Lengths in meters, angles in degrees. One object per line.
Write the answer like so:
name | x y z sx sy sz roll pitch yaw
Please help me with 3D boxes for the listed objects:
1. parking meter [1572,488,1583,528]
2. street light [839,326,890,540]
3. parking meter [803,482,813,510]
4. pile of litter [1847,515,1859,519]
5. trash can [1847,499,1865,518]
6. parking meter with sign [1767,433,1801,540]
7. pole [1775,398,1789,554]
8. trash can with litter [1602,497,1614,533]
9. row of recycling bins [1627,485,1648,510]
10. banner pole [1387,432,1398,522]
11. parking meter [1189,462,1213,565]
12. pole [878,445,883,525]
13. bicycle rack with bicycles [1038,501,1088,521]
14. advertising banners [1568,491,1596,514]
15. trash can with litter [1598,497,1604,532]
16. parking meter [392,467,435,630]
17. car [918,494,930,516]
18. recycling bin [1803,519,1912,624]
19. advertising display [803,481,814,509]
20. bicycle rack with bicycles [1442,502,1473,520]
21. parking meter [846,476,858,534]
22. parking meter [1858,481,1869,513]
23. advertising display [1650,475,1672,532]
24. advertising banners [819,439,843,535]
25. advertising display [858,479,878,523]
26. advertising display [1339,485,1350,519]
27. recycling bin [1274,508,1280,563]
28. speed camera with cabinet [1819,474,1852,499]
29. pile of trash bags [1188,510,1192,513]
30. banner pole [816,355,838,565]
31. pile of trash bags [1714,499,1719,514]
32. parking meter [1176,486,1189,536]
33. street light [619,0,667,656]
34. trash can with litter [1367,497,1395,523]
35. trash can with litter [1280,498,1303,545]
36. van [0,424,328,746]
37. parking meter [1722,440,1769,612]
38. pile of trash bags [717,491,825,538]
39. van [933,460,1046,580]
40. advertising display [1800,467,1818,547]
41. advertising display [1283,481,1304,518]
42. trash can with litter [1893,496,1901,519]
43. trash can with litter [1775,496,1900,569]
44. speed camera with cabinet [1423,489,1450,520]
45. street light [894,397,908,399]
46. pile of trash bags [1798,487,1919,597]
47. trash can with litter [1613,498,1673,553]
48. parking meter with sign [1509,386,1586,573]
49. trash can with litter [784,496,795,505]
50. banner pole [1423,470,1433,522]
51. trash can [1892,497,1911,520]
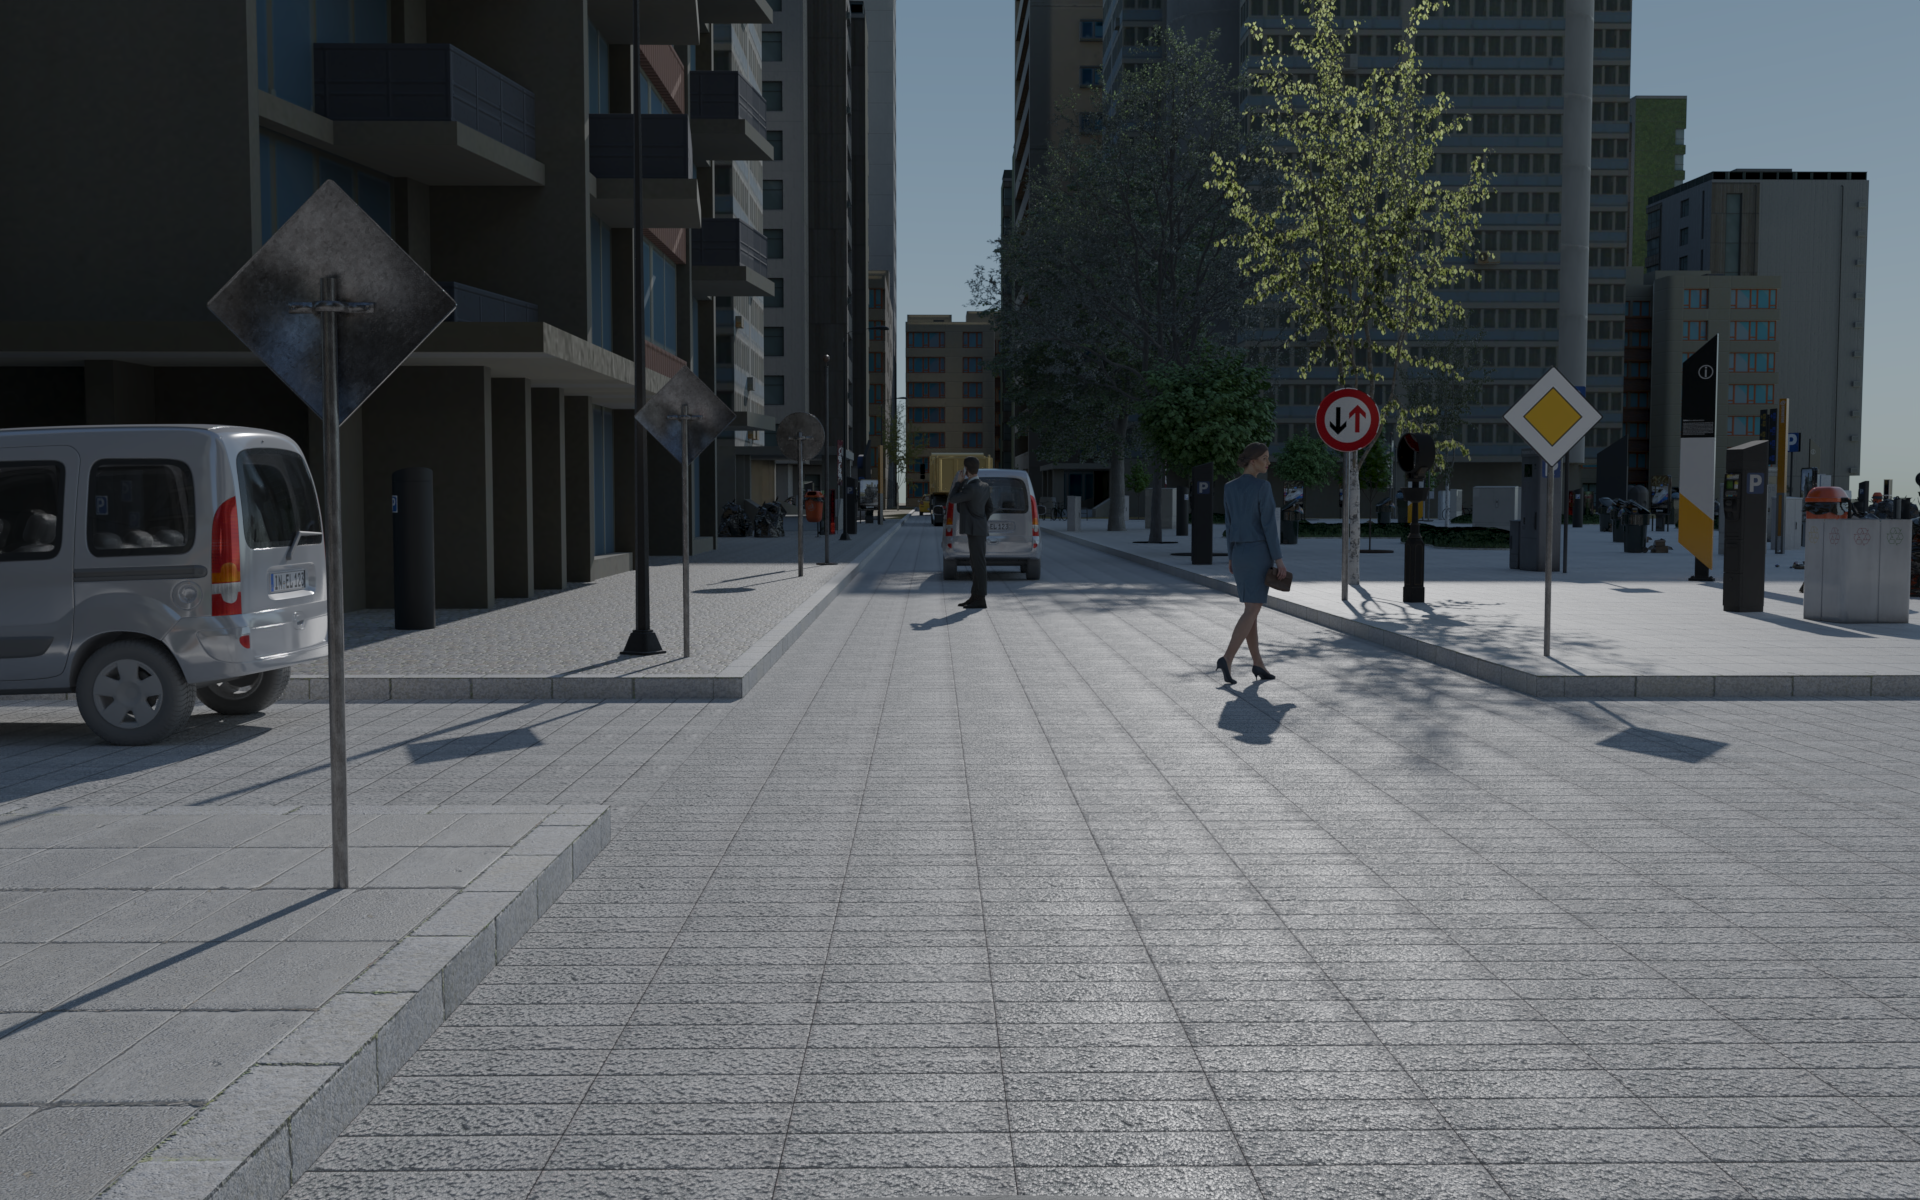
parking meter | 23.652 -3.540 66.297 0.372 1.533 0.369 0 3 0
street light | -2.654 -4.612 47.949 1.470 5.913 1.316 0 4 -1
parking meter | -7.136 -4.628 81.384 0.399 1.863 0.255 -2 4 -27
pile of litter | 17.733 -1.233 34.123 1.719 0.858 1.176 1 4 18
trash can | 27.152 -2.513 52.747 0.748 1.137 0.748 0 3 0
parking meter with sign | 22.866 -3.226 49.012 1.738 3.016 0.543 -1 4 -19
pole | 17.576 -2.641 37.031 0.158 3.312 0.155 0 3 0
trash can with litter | 17.771 -2.115 45.962 1.055 1.170 0.624 0 4 -8
row of recycling bins | 32.382 -4.695 83.870 1.069 1.692 3.534 0 4 4
banner pole | 17.416 -4.887 69.916 0.401 3.779 0.863 1 4 23
parking meter | 4.378 -1.573 31.435 0.399 1.863 0.255 0 4 -2
pole | -3.331 -4.808 72.456 0.158 3.312 0.155 0 3 0
bicycle rack with bicycles | 5.026 -4.320 84.018 2.852 0.926 2.925 0 4 -6
advertising banners | 27.271 -4.955 77.203 2.074 3.025 0.090 1 4 9
trash can with litter | 22.016 -2.877 58.419 0.624 1.170 1.055 -1 4 -15
parking meter | -5.194 -0.493 16.465 0.372 1.533 0.369 0 3 0
car | -1.861 -6.489 116.313 2.015 1.641 3.980 0 4 0
recycling bin | 9.047 -0.301 17.476 0.722 1.027 0.722 0 4 -5
advertising display | -7.673 -4.971 86.494 0.974 1.923 0.123 3 5 40
bicycle rack with bicycles | 24.888 -4.237 82.652 2.852 0.926 2.925 -2 4 -32
parking meter | -3.481 -3.042 55.443 0.399 1.863 0.255 1 4 12
parking meter | 39.482 -4.281 75.701 0.255 1.863 0.399 -1 4 -18
advertising display | 24.023 -3.313 59.373 0.123 1.923 0.974 -1 4 -13
advertising banners | -4.072 -3.588 54.844 0.090 3.025 2.074 1 4 18
advertising display | -3.966 -4.309 75.663 0.974 1.923 0.123 -2 4 -28
advertising display | 19.887 -5.111 88.778 0.974 1.923 0.123 3 5 41
recycling bin | 5.473 -1.201 32.186 0.722 1.027 0.722 3 4 38
speed camera with cabinet | 39.877 -5.194 79.259 0.660 3.252 2.038 -1 4 -12
pile of trash bags | 11.695 -4.756 87.511 1.912 1.369 3.447 1 4 20
banner pole | -2.426 -2.540 31.542 0.401 3.779 0.863 0 4 -4
pile of trash bags | 35.621 -4.417 81.968 3.447 1.369 1.912 -3 5 -43
parking meter | 6.827 -2.738 53.175 0.372 1.533 0.369 0 3 0
street light | -2.006 -2.520 13.743 1.470 5.913 1.316 0 4 -1
trash can with litter | 15.345 -3.186 63.477 1.055 1.170 0.624 -1 4 -15
trash can with litter | 8.156 -1.999 44.077 1.055 1.170 0.624 0 4 -7
van | -6.061 -0.219 10.591 4.112 2.044 2.013 0 4 1
parking meter | 8.544 -0.804 18.860 0.399 1.863 0.255 -1 4 -17
pile of trash bags | -5.616 -2.563 51.651 3.447 1.369 1.912 1 4 20
van | 0.527 -1.423 30.277 2.013 2.044 4.112 0 4 0
advertising display | 20.616 -2.256 42.099 0.123 1.923 0.974 1 4 11
advertising display | 15.936 -4.746 82.817 0.974 1.923 0.123 0 4 0
trash can with litter | 35.250 -3.332 65.529 1.678 1.210 2.233 3 5 39
trash can with litter | 15.026 -1.154 29.918 1.678 1.210 2.233 3 4 37
speed camera with cabinet | 23.787 -5.604 85.959 2.038 3.252 0.660 0 4 -4
street light | -3.199 -6.744 82.799 1.470 5.913 1.316 0 4 -1
pile of trash bags | 11.631 -0.750 22.021 3.447 1.369 1.912 -3 5 -41
trash can with litter | 14.979 -1.618 37.843 1.055 1.170 0.624 0 3 0
parking meter with sign | 9.702 -1.993 28.841 0.543 3.016 1.738 -1 4 -8
trash can with litter | -8.490 -4.429 83.805 1.055 1.170 0.624 2 4 23
banner pole | 21.513 -5.523 80.325 0.863 3.779 0.401 1 4 10
trash can | 39.424 -3.721 72.493 0.748 1.137 0.748 0 3 0
